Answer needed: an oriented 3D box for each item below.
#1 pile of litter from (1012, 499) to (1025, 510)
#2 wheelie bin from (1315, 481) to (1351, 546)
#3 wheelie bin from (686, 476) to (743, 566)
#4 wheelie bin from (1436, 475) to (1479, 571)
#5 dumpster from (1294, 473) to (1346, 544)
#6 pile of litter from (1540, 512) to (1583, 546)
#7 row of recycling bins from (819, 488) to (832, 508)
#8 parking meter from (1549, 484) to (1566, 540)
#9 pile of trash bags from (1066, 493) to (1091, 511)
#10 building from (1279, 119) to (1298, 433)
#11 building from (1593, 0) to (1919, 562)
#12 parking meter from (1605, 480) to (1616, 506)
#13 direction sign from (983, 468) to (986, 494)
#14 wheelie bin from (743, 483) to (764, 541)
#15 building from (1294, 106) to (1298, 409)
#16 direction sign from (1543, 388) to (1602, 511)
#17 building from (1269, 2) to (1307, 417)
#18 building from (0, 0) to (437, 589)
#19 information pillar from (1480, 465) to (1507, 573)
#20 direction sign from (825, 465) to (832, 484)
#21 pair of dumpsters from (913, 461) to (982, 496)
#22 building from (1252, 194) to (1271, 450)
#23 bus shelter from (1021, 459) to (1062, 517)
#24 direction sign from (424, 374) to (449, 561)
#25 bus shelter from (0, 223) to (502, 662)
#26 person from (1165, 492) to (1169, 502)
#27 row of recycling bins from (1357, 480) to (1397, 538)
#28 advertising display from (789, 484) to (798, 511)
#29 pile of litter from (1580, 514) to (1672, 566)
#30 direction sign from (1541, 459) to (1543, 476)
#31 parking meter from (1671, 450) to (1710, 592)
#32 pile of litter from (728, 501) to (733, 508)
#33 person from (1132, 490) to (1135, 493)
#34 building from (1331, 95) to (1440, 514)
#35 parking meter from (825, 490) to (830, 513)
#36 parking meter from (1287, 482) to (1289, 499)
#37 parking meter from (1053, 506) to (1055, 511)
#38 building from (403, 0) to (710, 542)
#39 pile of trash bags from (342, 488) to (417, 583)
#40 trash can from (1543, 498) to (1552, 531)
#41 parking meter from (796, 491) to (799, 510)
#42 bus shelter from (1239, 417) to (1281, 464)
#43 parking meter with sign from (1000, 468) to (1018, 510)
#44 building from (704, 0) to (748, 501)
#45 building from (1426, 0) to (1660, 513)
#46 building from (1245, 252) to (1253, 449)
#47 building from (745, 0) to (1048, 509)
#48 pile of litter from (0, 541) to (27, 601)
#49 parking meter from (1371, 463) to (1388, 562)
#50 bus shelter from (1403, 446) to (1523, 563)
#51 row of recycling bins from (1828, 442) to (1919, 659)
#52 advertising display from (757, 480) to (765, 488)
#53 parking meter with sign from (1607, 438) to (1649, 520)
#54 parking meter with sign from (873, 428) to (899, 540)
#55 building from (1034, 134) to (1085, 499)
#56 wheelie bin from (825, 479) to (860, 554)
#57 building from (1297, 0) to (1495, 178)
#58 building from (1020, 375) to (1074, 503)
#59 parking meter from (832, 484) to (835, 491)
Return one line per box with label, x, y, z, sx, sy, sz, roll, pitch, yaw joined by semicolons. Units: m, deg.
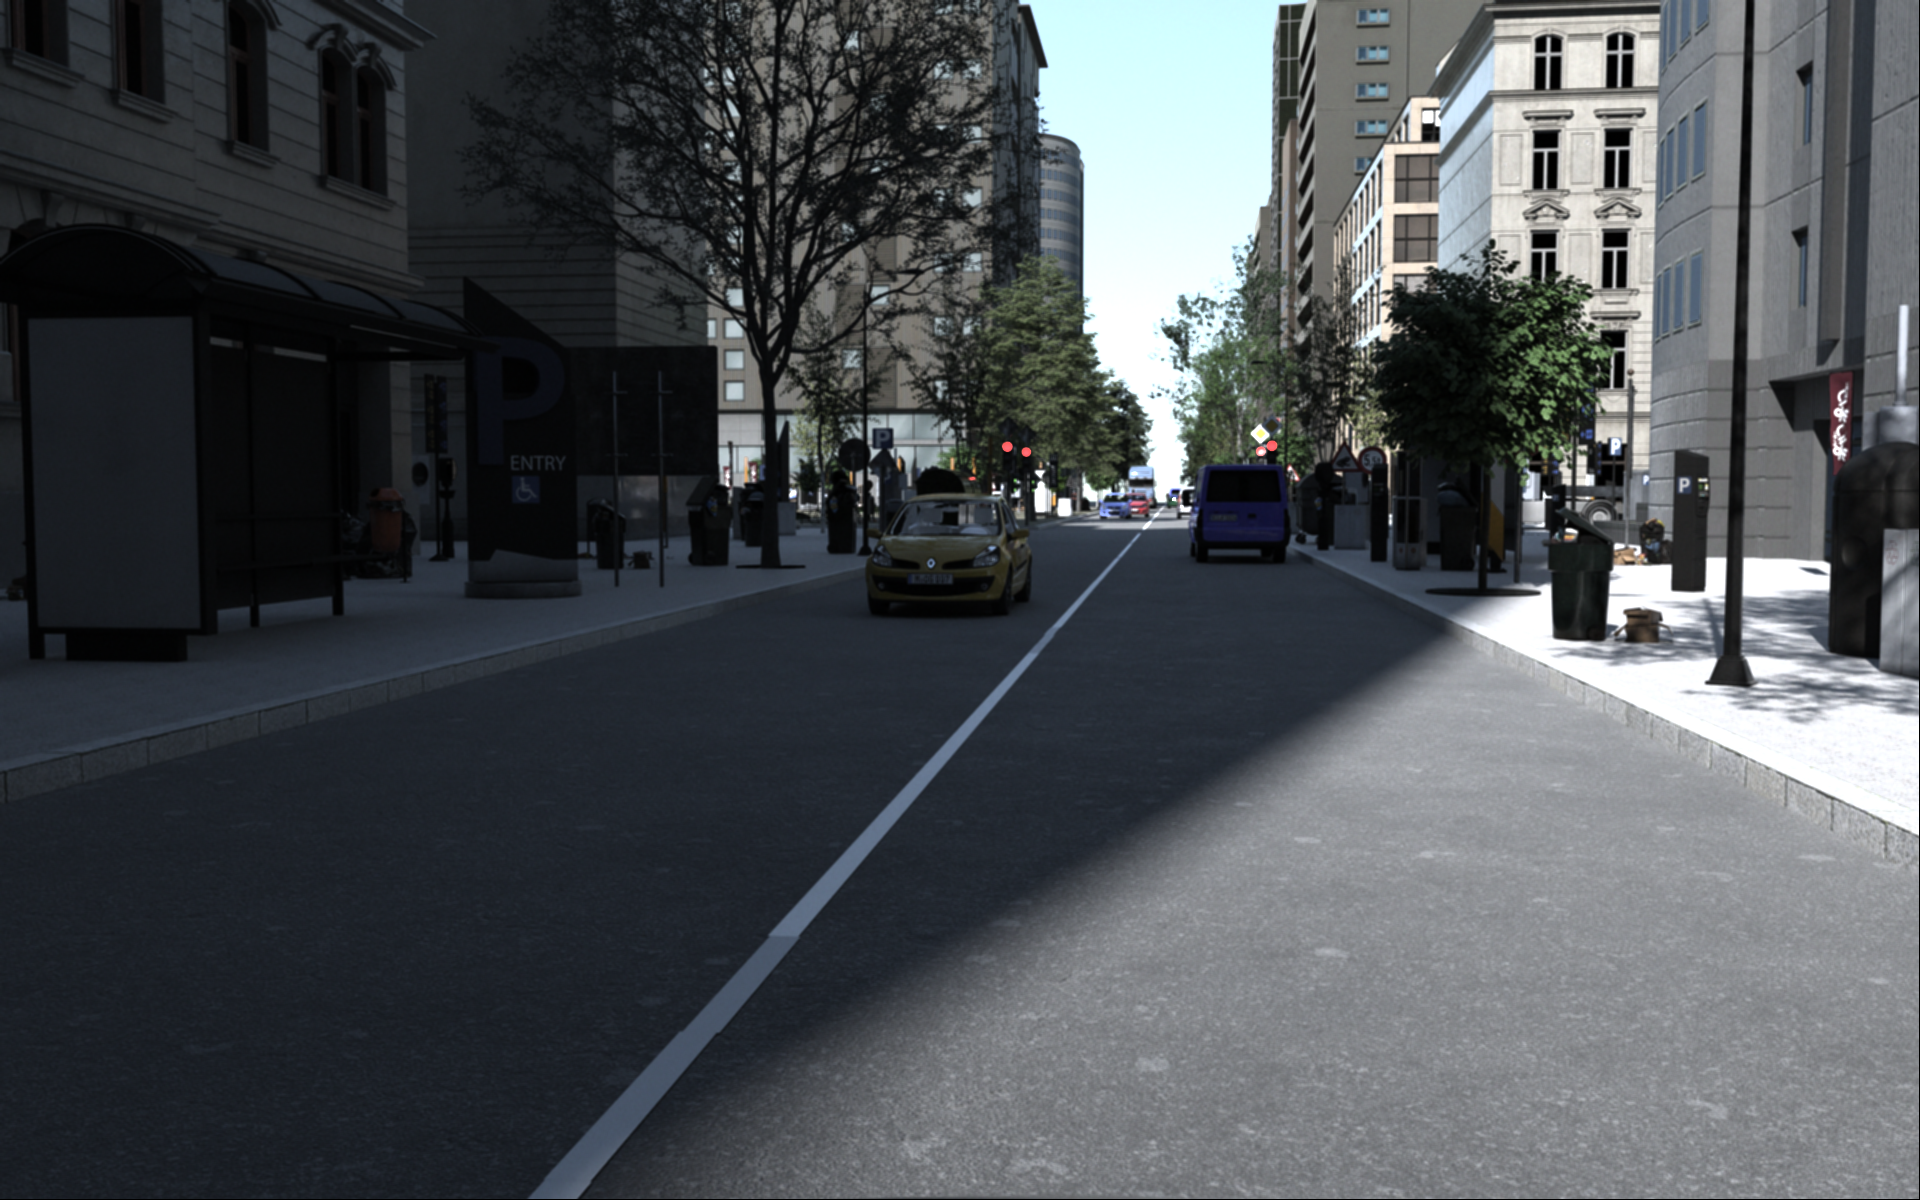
pile of litter;4.947;-7.785;141.251;1.719;0.858;1.176;2;4;27
wheelie bin;9.359;-2.167;43.330;0.980;1.594;0.693;-2;4;-32
wheelie bin;-4.512;-1.427;31.233;0.693;1.594;0.980;-3;4;-36
wheelie bin;8.350;-1.297;29.108;0.693;1.594;0.980;1;4;15
dumpster;9.349;-2.392;44.865;1.264;1.857;1.865;0;4;7
pile of litter;14.782;-1.729;42.240;1.176;0.858;1.719;2;4;23
row of recycling bins;-10.001;-7.420;128.433;1.069;1.692;3.534;-1;4;-8
parking meter;15.159;-2.172;43.924;0.372;1.533;0.369;0;3;0
pile of trash bags;8.950;-7.549;133.173;1.912;1.369;3.447;0;4;-5
building;44.785;-33.746;201.862;14.600;45.320;14.200;0;4;7
building;25.634;-30.081;33.832;21.231;58.520;28.212;0;4;7
parking meter;27.539;-4.134;73.303;0.399;1.863;0.255;3;5;43
direction sign;1.877;-8.695;134.168;0.379;3.537;0.876;1;4;15
wheelie bin;-5.674;-2.429;47.625;0.980;1.594;0.693;3;4;38
building;46.430;-34.204;178.838;23.786;49.044;30.456;0;4;7
direction sign;9.877;-2.193;27.849;0.379;3.537;0.876;-1;4;-22
building;53.892;-49.793;252.374;20.563;71.187;20.611;0;4;7
building;-18.844;-14.544;25.181;14.401;28.519;23.554;0;4;7
information pillar;8.667;-2.248;28.103;0.504;3.616;0.183;-2;4;-34
direction sign;-10.350;-8.859;136.843;0.379;3.537;0.876;3;4;36
pair of dumpsters;-0.368;-2.890;49.742;1.574;2.255;4.437;0;4;7
building;57.501;-39.764;273.845;21.300;48.544;21.600;0;4;7
bus shelter;4.764;-6.566;101.279;2.014;3.302;5.546;0;4;7
direction sign;-9.988;-2.513;33.088;0.379;3.537;0.876;1;4;8
bus shelter;-6.177;-1.334;15.728;2.014;3.302;5.546;0;4;7
person;35.272;-17.424;293.940;0.990;1.755;0.434;1;4;12
row of recycling bins;12.128;-2.724;51.643;1.069;1.692;3.534;0;4;4
advertising display;-10.566;-6.262;107.596;0.974;1.923;0.123;1;4;14
pile of litter;12.393;-1.081;31.645;1.719;0.858;1.176;-1;4;-20
direction sign;25.377;-5.048;74.530;0.379;3.537;0.876;-2;4;-34
parking meter;9.607;-1.043;22.769;0.255;1.863;0.399;-2;4;-29
pile of litter;-14.890;-6.029;112.537;1.719;0.858;1.176;3;5;43
person;13.099;-7.498;131.487;0.834;1.777;0.661;1;4;10
building;38.104;-19.573;124.537;19.350;26.468;34.151;0;4;7
parking meter;-8.552;-6.324;111.814;0.372;1.533;0.369;0;3;0
parking meter;13.219;-3.986;70.888;0.399;1.863;0.255;3;4;37
parking meter;7.099;-7.801;133.256;0.399;1.863;0.255;2;4;35
building;-17.403;-12.387;51.680;18.267;20.994;9.793;0;4;7
pile of trash bags;-9.093;-0.995;26.026;1.912;1.369;3.447;-3;4;-38
trash can;20.717;-2.982;60.404;0.748;1.137;0.748;0;3;0
parking meter;-13.385;-8.302;141.450;0.399;1.863;0.255;-1;4;-20
bus shelter;15.327;-6.743;87.882;2.179;5.291;8.768;0;4;7
parking meter with sign;2.988;-7.149;113.145;0.543;3.016;1.738;3;5;43
building;-8.982;-35.000;161.483;28.713;52.752;27.495;0;4;7
building;45.574;-18.641;81.203;44.131;29.872;17.030;0;4;7
building;55.233;-37.229;292.294;14.154;41.232;14.086;0;4;7
building;-5.628;-36.666;188.722;28.713;52.752;27.495;0;4;7
pile of litter;-11.179;-0.451;21.334;1.719;0.858;1.176;0;4;-1
parking meter;7.982;-1.666;32.953;0.255;1.863;0.399;2;4;23
bus shelter;9.920;-2.478;34.432;2.014;3.302;5.546;0;4;7
row of recycling bins;8.753;-0.395;13.570;3.534;1.692;1.069;0;4;5
advertising display;-9.009;-4.612;80.625;0.974;1.923;0.123;-3;4;-38
parking meter with sign;20.722;-3.474;53.057;0.543;3.016;1.738;-2;4;-32
parking meter with sign;-1.889;-3.085;46.708;0.543;3.016;1.738;1;4;10
building;8.732;-45.128;279.843;21.231;58.520;28.212;0;4;7
wheelie bin;-2.533;-1.812;37.526;0.693;1.594;0.980;0;4;5
building;41.338;-32.392;153.305;21.300;48.544;21.600;0;4;7
building;2.042;-24.957;253.079;27.650;21.520;28.899;0;4;7
parking meter;-5.407;-4.283;75.736;0.399;1.863;0.255;-1;4;-11
